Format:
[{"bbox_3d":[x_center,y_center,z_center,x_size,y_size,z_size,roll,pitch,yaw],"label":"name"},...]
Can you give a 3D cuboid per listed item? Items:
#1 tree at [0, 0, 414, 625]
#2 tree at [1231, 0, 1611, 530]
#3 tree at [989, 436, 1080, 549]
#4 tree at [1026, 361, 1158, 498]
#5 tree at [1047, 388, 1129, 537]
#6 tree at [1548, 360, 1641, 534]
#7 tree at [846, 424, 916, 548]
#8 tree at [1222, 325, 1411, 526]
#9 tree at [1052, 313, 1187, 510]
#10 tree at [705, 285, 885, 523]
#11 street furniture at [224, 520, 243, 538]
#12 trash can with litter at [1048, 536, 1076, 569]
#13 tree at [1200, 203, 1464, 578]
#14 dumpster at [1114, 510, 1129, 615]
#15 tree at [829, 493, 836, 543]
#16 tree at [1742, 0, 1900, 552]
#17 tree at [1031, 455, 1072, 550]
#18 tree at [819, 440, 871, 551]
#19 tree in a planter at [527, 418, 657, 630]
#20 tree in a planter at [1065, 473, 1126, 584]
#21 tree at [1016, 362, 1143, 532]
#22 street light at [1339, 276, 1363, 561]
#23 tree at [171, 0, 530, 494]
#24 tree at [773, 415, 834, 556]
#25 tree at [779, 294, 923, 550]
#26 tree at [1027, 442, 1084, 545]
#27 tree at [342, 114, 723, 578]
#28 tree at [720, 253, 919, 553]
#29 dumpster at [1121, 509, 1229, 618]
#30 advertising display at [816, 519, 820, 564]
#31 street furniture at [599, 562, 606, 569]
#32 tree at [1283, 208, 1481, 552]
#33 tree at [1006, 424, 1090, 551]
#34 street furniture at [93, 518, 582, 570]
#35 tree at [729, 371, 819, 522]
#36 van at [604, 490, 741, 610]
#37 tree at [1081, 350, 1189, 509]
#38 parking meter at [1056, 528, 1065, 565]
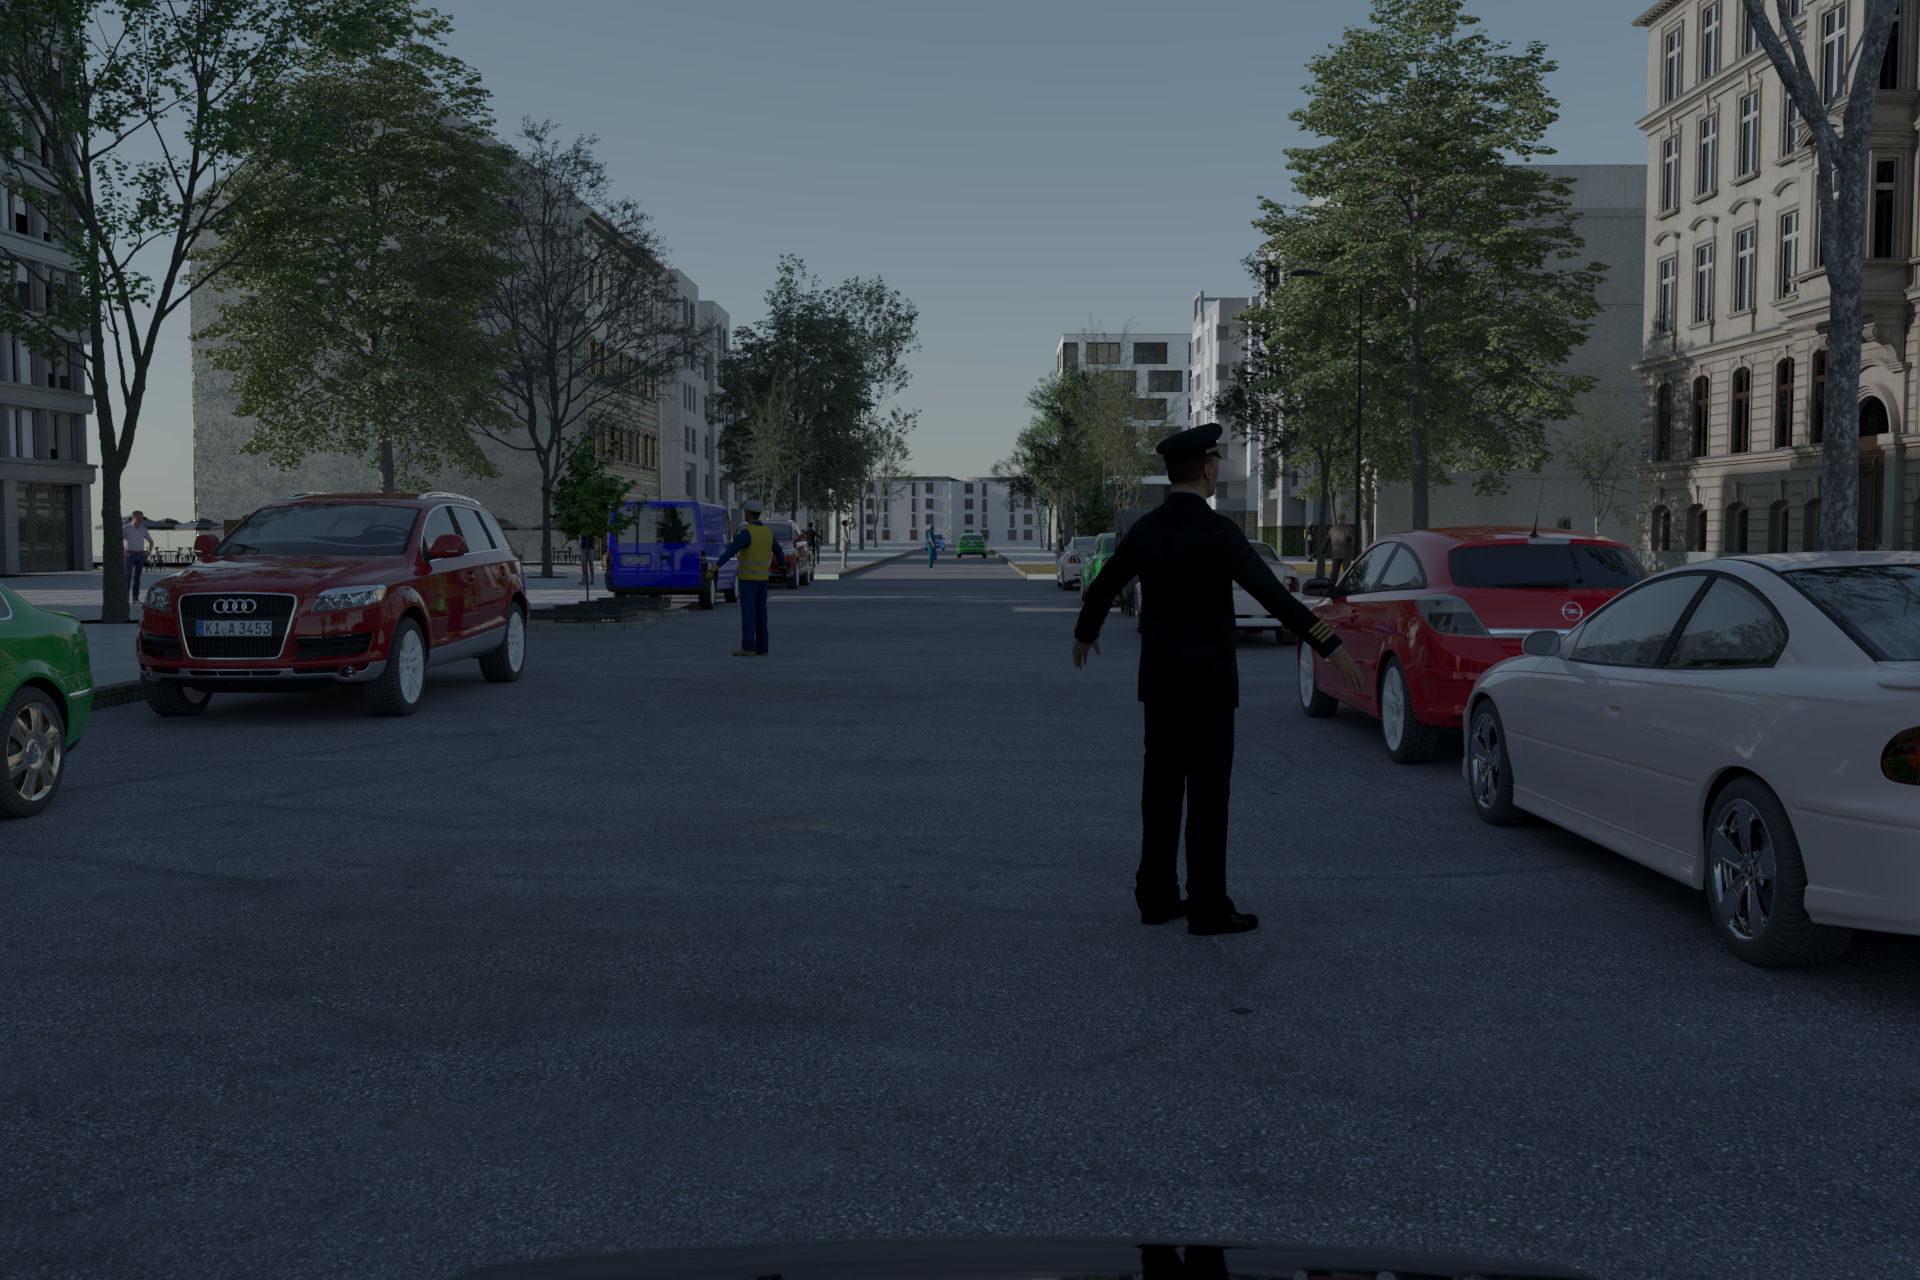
[{"bbox_3d":[-12.065,-6.054,24.744,9.928,11.665,9.643,0,3,0],"label":"tree"},{"bbox_3d":[9.287,-7.210,36.016,7.486,12.596,7.792,0,3,0],"label":"tree"},{"bbox_3d":[7.026,-13.313,152.081,8.767,10.594,7.601,-2,4,-28],"label":"tree"},{"bbox_3d":[7.118,-9.761,94.000,7.601,10.594,8.767,-1,4,-16],"label":"tree"},{"bbox_3d":[6.601,-8.265,85.499,4.737,8.622,4.395,0,3,0],"label":"tree"},{"bbox_3d":[27.030,-7.511,73.166,4.360,8.622,3.978,0,3,0],"label":"tree"},{"bbox_3d":[-7.886,-14.410,161.357,9.928,11.665,9.643,0,3,0],"label":"tree"},{"bbox_3d":[15.293,-8.352,70.964,8.767,10.594,7.601,-2,4,-32],"label":"tree"},{"bbox_3d":[4.791,-6.614,58.497,4.360,8.622,3.978,0,3,0],"label":"tree"},{"bbox_3d":[-8.635,-11.257,90.713,9.857,13.997,8.962,0,3,0],"label":"tree"},{"bbox_3d":[-19.276,-2.904,54.327,11.010,1.723,9.812,0,4,4],"label":"street furniture"},{"bbox_3d":[4.079,-3.162,62.750,1.678,1.210,2.233,0,4,-2],"label":"trash can with litter"},{"bbox_3d":[10.224,-6.904,47.297,7.601,10.594,8.767,-1,4,-13],"label":"tree"},{"bbox_3d":[3.685,-1.407,31.224,1.865,1.857,1.264,0,4,1],"label":"dumpster"},{"bbox_3d":[-18.332,-18.235,248.505,4.360,8.622,3.978,0,3,0],"label":"tree"},{"bbox_3d":[9.392,-10.066,20.476,12.611,20.169,13.585,0,3,0],"label":"tree"},{"bbox_3d":[7.113,-11.664,141.061,4.360,8.622,3.978,0,3,0],"label":"tree"},{"bbox_3d":[-8.378,-10.911,128.752,4.737,8.622,4.395,0,3,0],"label":"tree"},{"bbox_3d":[-5.803,-1.814,26.881,1.991,3.239,1.994,0,4,1],"label":"tree in a planter"},{"bbox_3d":[3.969,-3.261,50.544,1.991,3.239,1.994,0,3,0],"label":"tree in a planter"},{"bbox_3d":[7.184,-10.888,103.777,9.928,11.665,9.643,0,3,0],"label":"tree"},{"bbox_3d":[7.573,-3.546,30.513,1.470,5.913,1.316,0,3,0],"label":"street light"},{"bbox_3d":[-12.324,-7.206,35.940,7.486,12.596,7.792,0,3,0],"label":"tree"},{"bbox_3d":[-8.393,-9.270,101.929,4.360,8.622,3.978,0,3,0],"label":"tree"},{"bbox_3d":[-9.019,-17.349,139.546,12.611,20.169,13.585,0,3,0],"label":"tree"},{"bbox_3d":[6.706,-9.851,111.430,4.360,8.622,3.978,0,3,0],"label":"tree"},{"bbox_3d":[-12.053,-8.563,50.367,12.009,13.543,11.850,0,3,0],"label":"tree"},{"bbox_3d":[-9.433,-16.034,118.043,12.611,20.169,13.585,0,3,0],"label":"tree"},{"bbox_3d":[3.690,-1.324,29.856,1.865,1.857,1.264,0,4,1],"label":"dumpster"},{"bbox_3d":[-6.044,-4.194,73.779,0.123,1.923,0.974,0,4,-1],"label":"advertising display"},{"bbox_3d":[-11.363,-3.242,68.630,5.734,0.657,10.072,0,4,-3],"label":"street furniture"},{"bbox_3d":[14.586,-8.702,60.407,7.486,12.596,7.792,0,3,0],"label":"tree"},{"bbox_3d":[7.065,-12.005,130.700,7.601,10.594,8.767,-3,4,-38],"label":"tree"},{"bbox_3d":[-29.070,-3.808,67.290,27.439,1.986,14.083,0,4,1],"label":"street furniture"},{"bbox_3d":[-8.854,-7.841,78.557,4.360,8.622,3.978,0,3,0],"label":"tree"},{"bbox_3d":[-5.595,-1.841,34.485,2.240,2.365,5.245,0,3,0],"label":"van"},{"bbox_3d":[6.377,-7.251,68.919,4.360,8.622,3.978,0,3,0],"label":"tree"},{"bbox_3d":[4.203,-3.931,72.690,0.372,1.533,0.369,0,3,0],"label":"parking meter"}]
